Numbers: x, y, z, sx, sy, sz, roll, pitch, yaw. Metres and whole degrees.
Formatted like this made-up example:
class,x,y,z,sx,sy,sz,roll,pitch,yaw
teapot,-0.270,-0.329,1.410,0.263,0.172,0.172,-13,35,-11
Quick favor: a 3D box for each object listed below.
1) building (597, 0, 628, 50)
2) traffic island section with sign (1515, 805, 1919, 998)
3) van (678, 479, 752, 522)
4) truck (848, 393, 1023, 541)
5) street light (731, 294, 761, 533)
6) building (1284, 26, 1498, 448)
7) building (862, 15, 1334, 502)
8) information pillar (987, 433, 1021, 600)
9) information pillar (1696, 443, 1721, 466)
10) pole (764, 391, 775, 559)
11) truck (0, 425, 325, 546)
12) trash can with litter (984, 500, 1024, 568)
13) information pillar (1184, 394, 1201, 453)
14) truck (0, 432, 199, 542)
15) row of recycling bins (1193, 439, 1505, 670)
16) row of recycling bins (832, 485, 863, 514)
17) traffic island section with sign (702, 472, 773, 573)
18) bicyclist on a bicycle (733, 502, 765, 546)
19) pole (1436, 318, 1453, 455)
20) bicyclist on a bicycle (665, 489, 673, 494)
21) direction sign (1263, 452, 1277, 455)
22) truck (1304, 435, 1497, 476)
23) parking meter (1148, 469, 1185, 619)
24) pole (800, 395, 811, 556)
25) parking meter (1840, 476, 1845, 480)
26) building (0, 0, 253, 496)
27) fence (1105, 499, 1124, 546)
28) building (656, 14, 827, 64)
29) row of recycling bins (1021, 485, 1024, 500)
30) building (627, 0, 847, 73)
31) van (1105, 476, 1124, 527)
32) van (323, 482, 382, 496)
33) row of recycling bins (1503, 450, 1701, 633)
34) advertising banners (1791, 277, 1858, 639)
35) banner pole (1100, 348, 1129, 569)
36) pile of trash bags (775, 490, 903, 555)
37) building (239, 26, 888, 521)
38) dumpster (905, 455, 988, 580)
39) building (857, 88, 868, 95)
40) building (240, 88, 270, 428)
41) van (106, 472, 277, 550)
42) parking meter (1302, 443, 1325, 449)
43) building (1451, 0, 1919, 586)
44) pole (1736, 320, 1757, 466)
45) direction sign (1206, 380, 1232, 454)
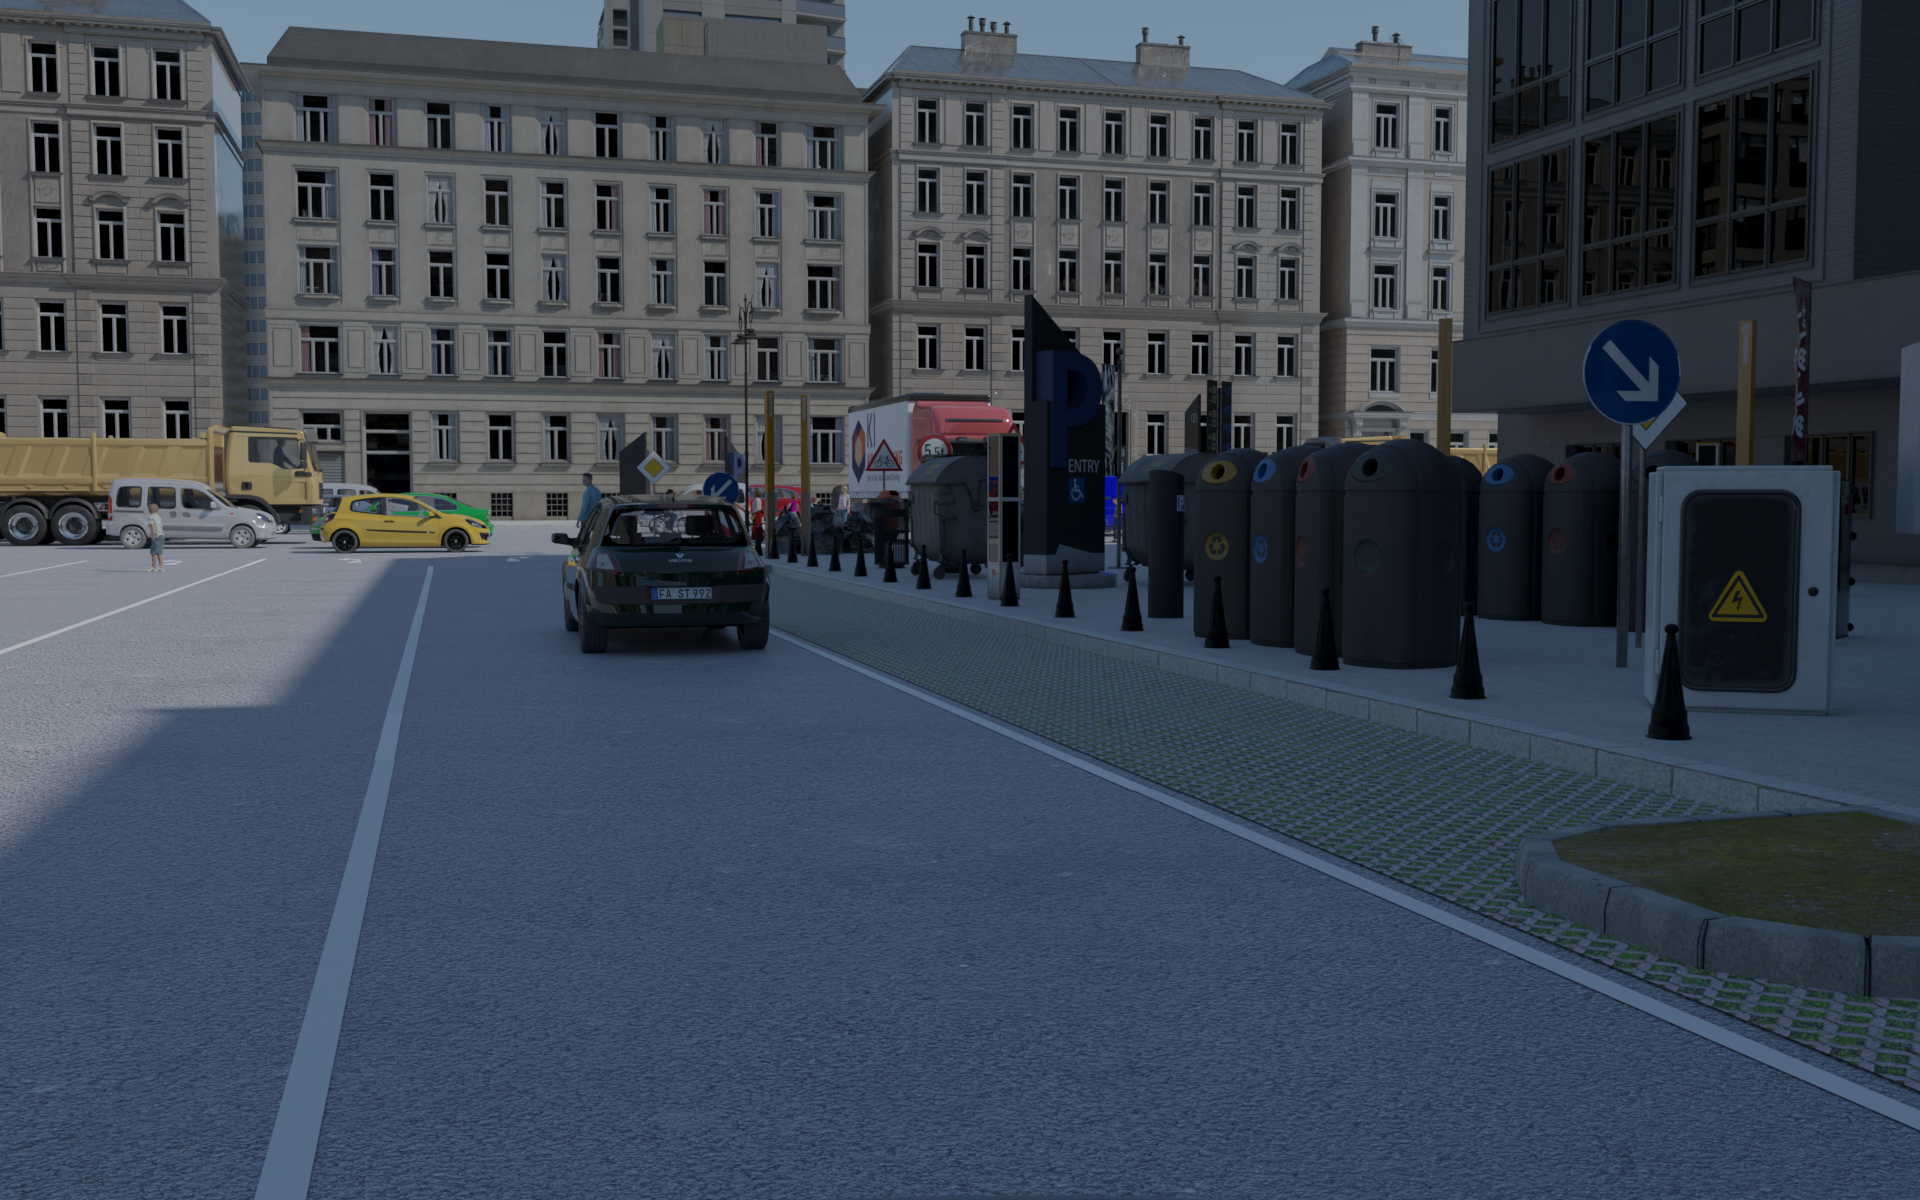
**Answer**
class,x,y,z,sx,sy,sz,roll,pitch,yaw
building,-41.281,-49.796,252.420,20.611,71.187,20.563,-1,4,-16
traffic island section with sign,3.040,0.170,5.850,1.989,1.847,2.006,-1,4,-16
van,-9.767,-3.472,63.780,4.112,2.044,2.013,-1,4,-17
truck,-0.910,-3.779,50.696,2.839,4.237,11.283,-1,4,-16
street light,-4.949,-4.118,40.123,0.468,5.910,1.993,-1,4,-16
building,28.776,-19.425,103.504,20.117,28.700,13.634,-1,4,-16
building,6.567,-18.316,96.732,25.104,27.353,12.463,-1,4,-16
information pillar,0.535,-1.011,21.025,0.304,2.012,0.304,-2,4,-30
information pillar,10.762,-1.252,24.969,0.304,2.012,0.304,2,4,28
pole,-3.765,-2.473,34.275,0.158,3.312,0.155,0,3,0
truck,-22.497,-3.275,49.463,9.791,3.379,3.469,-1,4,-16
trash can with litter,0.883,-1.160,30.354,0.624,1.170,1.055,3,5,40
information pillar,5.482,-3.024,40.791,0.183,3.616,0.504,-3,4,-36
truck,-28.077,-3.473,52.709,9.791,3.379,3.469,-1,4,-15
row of recycling bins,2.970,-0.442,14.336,1.069,1.692,3.534,-1,4,-17
row of recycling bins,-5.316,-4.540,81.345,1.069,1.692,3.534,1,4,9
traffic island section with sign,-4.586,-1.412,31.708,1.989,1.847,2.006,-1,4,-16
bicyclist on a bicycle,-6.145,-2.296,47.562,1.625,1.676,1.499,-1,4,-17
pole,5.644,-1.614,20.233,0.158,3.312,0.155,0,3,0
bicyclist on a bicycle,-10.108,-3.100,60.711,1.625,1.676,1.499,-1,4,-17
direction sign,16.654,-6.186,93.145,0.876,3.537,0.379,1,4,11
truck,15.549,-3.849,58.849,9.791,3.379,3.469,-1,4,-18
parking meter,2.140,-0.585,17.972,0.372,1.533,0.369,0,3,0
pole,-3.185,-2.562,35.726,0.158,3.312,0.155,0,3,0
parking meter,10.910,-0.819,21.805,0.372,1.533,0.369,0,3,0
building,-47.237,-17.375,81.336,25.104,27.353,12.463,-1,4,-16
fence,3.343,-1.912,42.457,2.264,1.192,0.480,-3,5,-39
building,-19.802,-28.733,153.372,14.154,41.232,14.086,-1,4,-16
row of recycling bins,1.285,-4.327,77.852,3.534,1.692,1.069,-1,4,-10
building,-22.513,-38.658,174.053,21.231,58.520,28.212,-1,4,-16
van,5.776,-3.346,59.098,5.245,2.365,2.240,-1,4,-16
van,-22.854,-3.642,66.559,4.112,2.044,2.013,-1,4,-16
row of recycling bins,5.942,-0.631,17.436,1.069,1.692,3.534,-2,4,-30
advertising banners,7.370,-1.138,14.802,0.090,3.025,2.074,3,5,41
banner pole,2.604,-2.418,29.556,0.401,3.779,0.863,2,4,34
pile of trash bags,-2.532,-1.727,37.994,1.912,1.369,3.447,3,5,40
building,-20.305,-15.731,90.489,30.059,22.955,16.112,-1,4,-16
dumpster,-0.014,-1.281,26.704,1.264,1.857,1.865,-1,4,-16
building,-5.715,-32.798,186.362,14.200,45.320,14.600,-1,4,-16
building,-88.007,-42.642,239.199,28.212,58.520,21.231,-1,4,-16
van,-20.276,-2.373,45.817,4.112,2.044,2.013,-1,4,-15
parking meter,3.930,-0.846,19.543,0.255,1.863,0.399,2,4,32
building,19.933,-12.314,20.401,14.314,24.678,30.058,-1,4,-16
pole,9.263,-1.627,20.449,0.158,3.312,0.155,0,3,0
direction sign,5.182,-2.611,34.688,0.379,3.537,0.876,3,5,41
